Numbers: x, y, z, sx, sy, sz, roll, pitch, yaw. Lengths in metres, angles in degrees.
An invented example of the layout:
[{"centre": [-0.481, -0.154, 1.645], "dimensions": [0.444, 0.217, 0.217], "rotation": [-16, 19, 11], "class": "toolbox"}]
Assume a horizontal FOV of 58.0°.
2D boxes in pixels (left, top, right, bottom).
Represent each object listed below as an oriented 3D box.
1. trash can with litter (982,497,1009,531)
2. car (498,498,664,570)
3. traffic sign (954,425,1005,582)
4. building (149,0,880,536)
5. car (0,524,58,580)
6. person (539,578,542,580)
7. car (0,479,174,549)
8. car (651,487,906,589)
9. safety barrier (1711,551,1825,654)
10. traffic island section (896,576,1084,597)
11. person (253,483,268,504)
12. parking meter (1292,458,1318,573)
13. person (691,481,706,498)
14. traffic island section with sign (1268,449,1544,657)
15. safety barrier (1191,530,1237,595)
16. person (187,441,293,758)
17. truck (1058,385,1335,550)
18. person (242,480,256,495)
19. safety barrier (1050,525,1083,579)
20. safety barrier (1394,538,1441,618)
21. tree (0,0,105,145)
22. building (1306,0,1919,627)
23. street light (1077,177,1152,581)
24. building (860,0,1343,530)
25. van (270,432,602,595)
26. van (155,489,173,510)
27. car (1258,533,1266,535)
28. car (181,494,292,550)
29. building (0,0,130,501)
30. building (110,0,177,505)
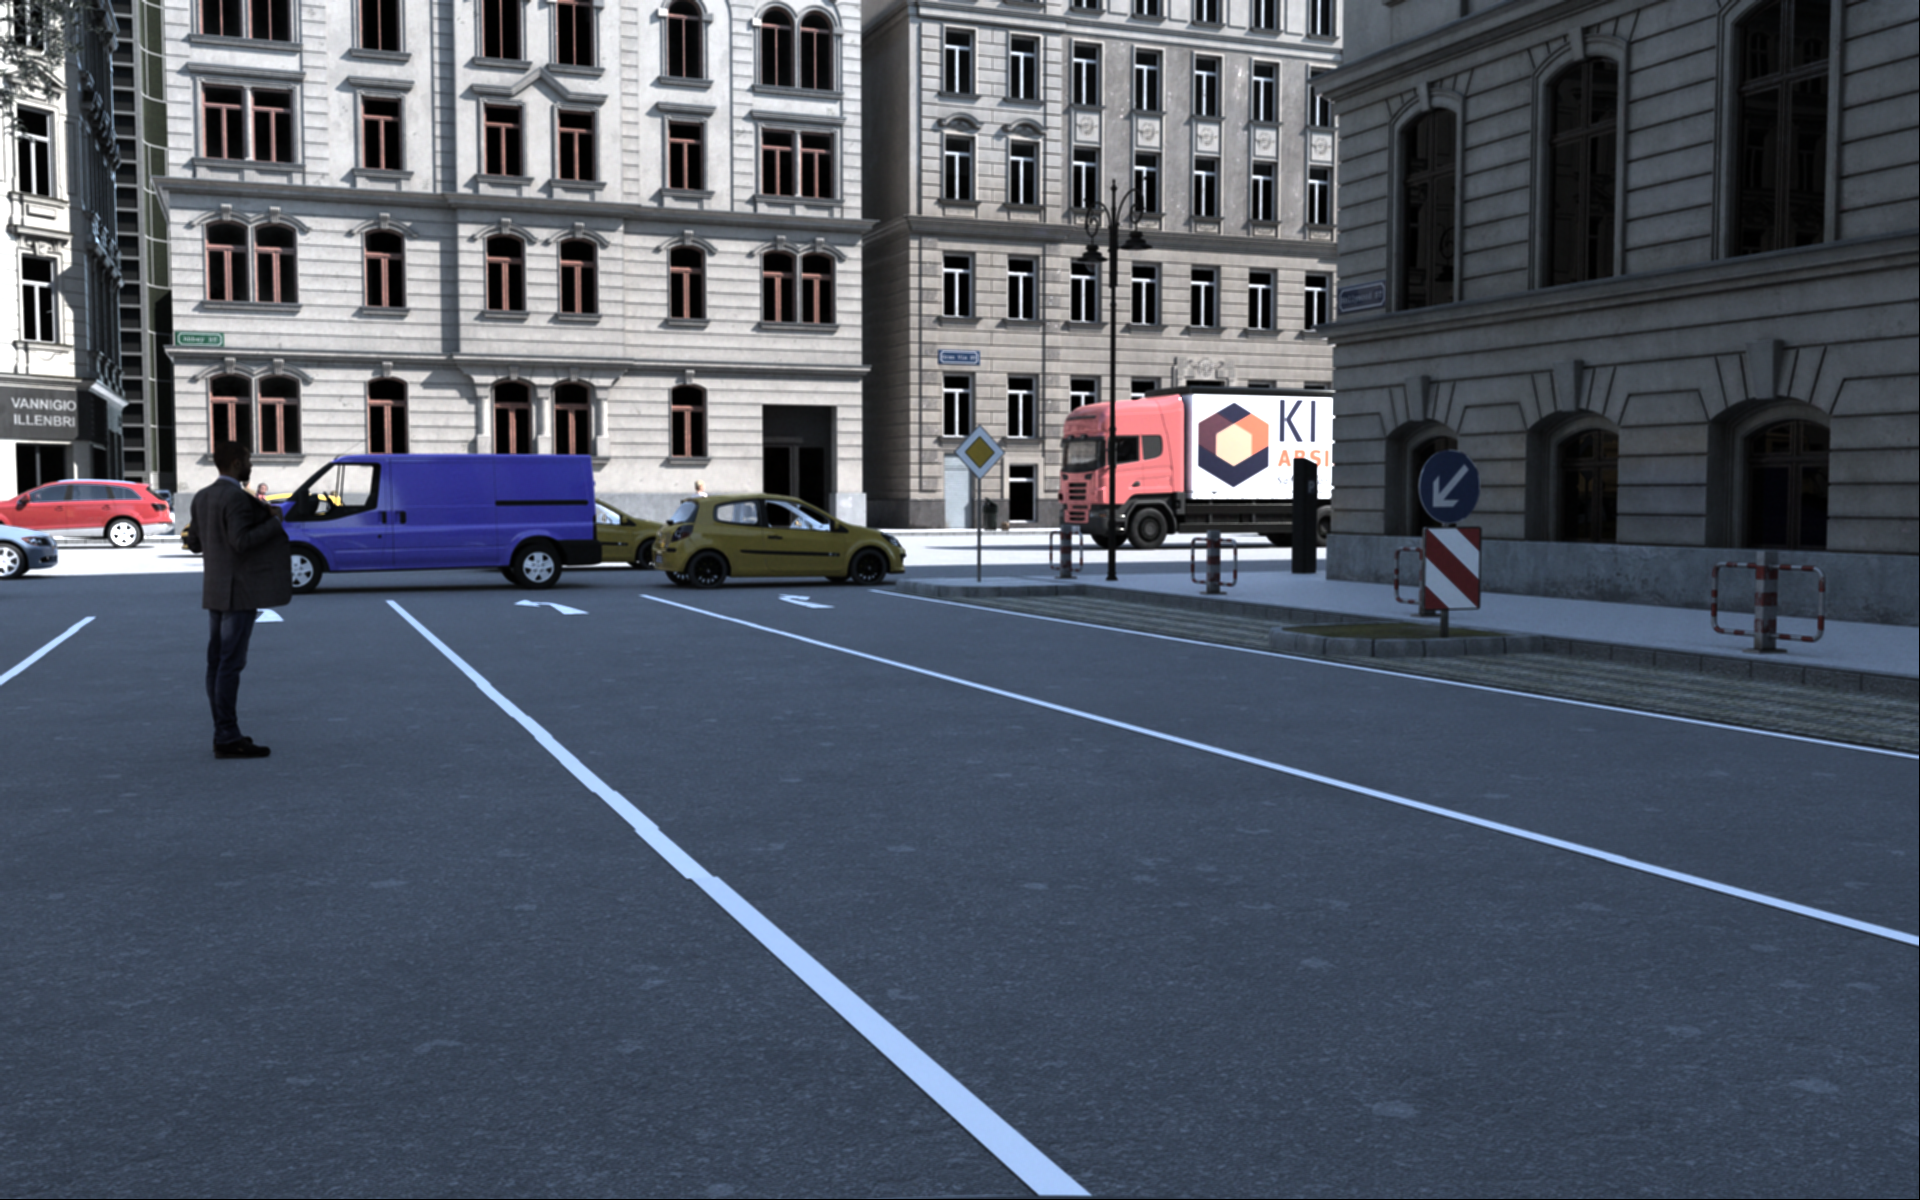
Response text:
[{"centre": [1.306, -3.039, 61.078], "dimensions": [1.055, 1.170, 0.624], "rotation": [0, 4, -1], "class": "trash can with litter"}, {"centre": [-7.156, -1.388, 32.912], "dimensions": [3.980, 1.641, 2.015], "rotation": [-1, 4, -21], "class": "car"}, {"centre": [0.276, -1.320, 25.231], "dimensions": [0.795, 2.450, 0.064], "rotation": [-1, 4, -22], "class": "traffic sign"}, {"centre": [-15.938, -16.787, 61.851], "dimensions": [23.554, 28.519, 14.401], "rotation": [-1, 4, -22], "class": "building"}, {"centre": [-17.668, -1.043, 29.058], "dimensions": [4.499, 1.417, 2.014], "rotation": [-2, 4, -23], "class": "car"}, {"centre": [-6.908, -1.171, 28.491], "dimensions": [0.643, 1.720, 0.563], "rotation": [-3, 5, -39], "class": "person"}, {"centre": [-23.710, -2.270, 45.780], "dimensions": [5.304, 1.827, 2.281], "rotation": [-1, 4, -22], "class": "car"}, {"centre": [-2.818, -1.045, 27.308], "dimensions": [3.980, 1.641, 2.015], "rotation": [-1, 4, -23], "class": "car"}, {"centre": [6.518, 0.017, 14.004], "dimensions": [0.300, 0.817, 1.120], "rotation": [-1, 4, -22], "class": "safety barrier"}, {"centre": [0.295, -0.186, 25.316], "dimensions": [2.009, 0.180, 2.903], "rotation": [-1, 4, -22], "class": "traffic island section"}, {"centre": [-13.956, -1.510, 34.658], "dimensions": [0.415, 1.643, 0.593], "rotation": [-2, 4, -32], "class": "person"}, {"centre": [5.598, -1.370, 28.111], "dimensions": [0.399, 1.863, 0.255], "rotation": [-3, 5, -44], "class": "parking meter"}, {"centre": [-5.914, -1.856, 39.522], "dimensions": [0.731, 1.740, 0.598], "rotation": [1, 4, 20], "class": "person"}, {"centre": [3.974, -0.456, 16.080], "dimensions": [1.989, 1.847, 2.006], "rotation": [-1, 4, -22], "class": "traffic island section with sign"}, {"centre": [3.248, -0.484, 22.192], "dimensions": [0.300, 0.817, 1.120], "rotation": [-1, 4, -22], "class": "safety barrier"}, {"centre": [-3.968, -0.016, 9.582], "dimensions": [0.431, 1.722, 0.655], "rotation": [-3, 5, -41], "class": "person"}, {"centre": [7.536, -3.535, 46.710], "dimensions": [11.283, 4.237, 2.839], "rotation": [-2, 4, -23], "class": "truck"}, {"centre": [-20.454, -2.535, 49.865], "dimensions": [0.836, 1.842, 0.656], "rotation": [2, 4, 24], "class": "person"}, {"centre": [1.609, -0.736, 26.303], "dimensions": [0.300, 0.817, 1.120], "rotation": [-1, 4, -22], "class": "safety barrier"}, {"centre": [4.888, -0.234, 18.096], "dimensions": [0.300, 0.817, 1.120], "rotation": [-1, 4, -22], "class": "safety barrier"}, {"centre": [-11.742, -6.084, 12.295], "dimensions": [12.009, 13.543, 11.850], "rotation": [0, 3, 0], "class": "tree"}, {"centre": [16.552, -11.765, 11.449], "dimensions": [14.460, 24.649, 34.723], "rotation": [-1, 4, -22], "class": "building"}, {"centre": [2.259, -3.230, 25.597], "dimensions": [0.468, 5.910, 1.993], "rotation": [-1, 4, -22], "class": "street light"}, {"centre": [7.343, -16.753, 71.180], "dimensions": [25.104, 27.353, 12.463], "rotation": [-1, 4, -22], "class": "building"}, {"centre": [-8.156, -1.327, 26.087], "dimensions": [5.245, 2.365, 2.240], "rotation": [-1, 4, -22], "class": "van"}, {"centre": [-71.126, -9.008, 154.292], "dimensions": [2.013, 2.044, 4.112], "rotation": [-1, 4, -22], "class": "van"}, {"centre": [11.842, -3.078, 59.919], "dimensions": [3.694, 1.707, 1.945], "rotation": [-1, 4, -20], "class": "car"}, {"centre": [-15.934, -1.835, 40.234], "dimensions": [3.980, 1.641, 2.015], "rotation": [-1, 4, -21], "class": "car"}, {"centre": [-49.053, -16.759, 50.431], "dimensions": [44.131, 29.872, 17.030], "rotation": [-1, 4, -22], "class": "building"}, {"centre": [-100.015, -46.750, 202.612], "dimensions": [20.611, 71.187, 20.563], "rotation": [-1, 4, -22], "class": "building"}]
